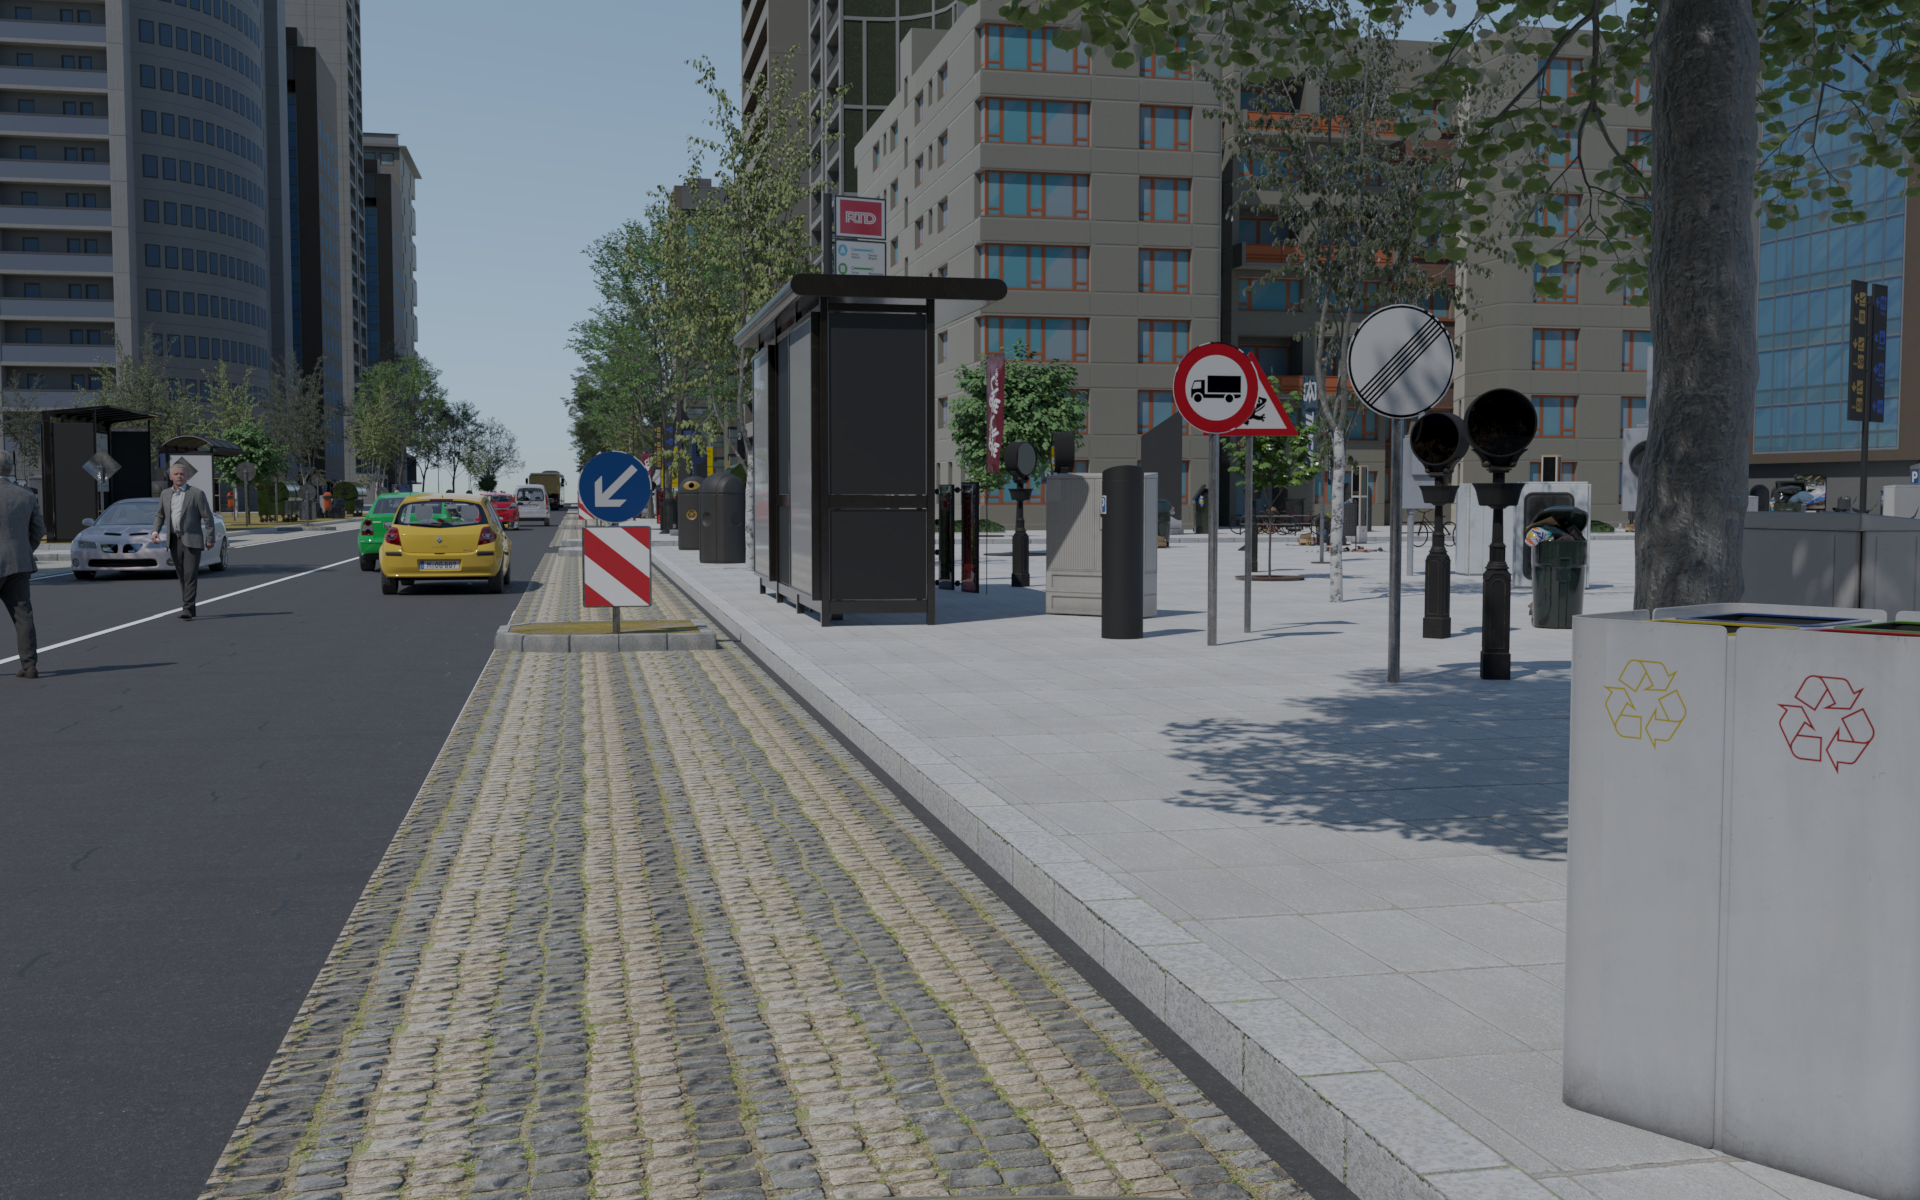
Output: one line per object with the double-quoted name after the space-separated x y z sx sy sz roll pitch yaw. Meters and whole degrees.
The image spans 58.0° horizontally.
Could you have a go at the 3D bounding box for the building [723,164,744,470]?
-13.143 -23.448 155.080 14.160 30.474 14.107 -1 4 -12 "building"

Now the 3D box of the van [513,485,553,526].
-19.312 -4.336 77.903 2.013 2.044 4.112 -1 4 -14 "van"

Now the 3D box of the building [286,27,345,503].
-68.925 -31.784 169.779 14.600 45.320 14.200 -1 4 -12 "building"

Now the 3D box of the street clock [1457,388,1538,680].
3.720 -0.453 11.980 0.471 2.002 0.358 1 4 11 "street clock"

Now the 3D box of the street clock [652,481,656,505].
-17.176 -5.630 96.622 0.471 2.002 0.358 0 4 -3 "street clock"

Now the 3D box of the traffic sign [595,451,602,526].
-8.432 -2.262 40.632 0.795 2.450 0.064 -1 4 -12 "traffic sign"

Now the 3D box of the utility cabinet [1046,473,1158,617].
1.472 -0.579 18.140 1.173 1.500 0.318 2 4 34 "utility cabinet"

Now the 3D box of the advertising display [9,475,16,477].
-32.500 -3.284 58.903 0.123 1.923 0.974 1 4 18 "advertising display"

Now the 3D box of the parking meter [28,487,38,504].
-34.403 -3.416 64.265 0.372 1.533 0.369 0 3 0 "parking meter"

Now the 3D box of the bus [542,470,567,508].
-42.696 -11.556 180.494 2.896 3.916 12.252 -1 4 -10 "bus"

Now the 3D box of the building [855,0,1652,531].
11.835 -14.154 76.458 28.899 21.520 27.650 -1 4 -12 "building"

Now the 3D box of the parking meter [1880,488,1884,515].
37.186 -3.742 69.587 0.372 1.533 0.369 0 3 0 "parking meter"

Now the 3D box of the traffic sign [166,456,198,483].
-20.701 -2.599 46.128 0.795 2.450 0.064 -1 4 -12 "traffic sign"

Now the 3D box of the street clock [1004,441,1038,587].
0.838 -1.183 23.909 0.358 2.002 0.471 3 5 41 "street clock"

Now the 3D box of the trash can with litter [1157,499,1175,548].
4.823 -1.826 41.248 0.624 1.170 1.055 0 4 5 "trash can with litter"

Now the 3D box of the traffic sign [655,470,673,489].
-17.915 -6.734 103.968 2.265 3.308 0.079 -1 4 -9 "traffic sign"

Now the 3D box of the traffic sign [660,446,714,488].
-11.602 -4.881 73.674 2.265 3.308 0.079 -1 4 -11 "traffic sign"

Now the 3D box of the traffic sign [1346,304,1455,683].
2.953 -0.710 11.716 0.768 2.556 0.104 -1 4 -9 "traffic sign"

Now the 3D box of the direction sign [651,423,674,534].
-9.509 -3.893 55.655 0.876 3.537 0.379 2 4 35 "direction sign"

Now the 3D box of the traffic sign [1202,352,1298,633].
2.659 -0.975 15.951 0.884 2.594 0.081 0 4 -4 "traffic sign"

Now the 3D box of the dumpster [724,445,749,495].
-4.215 -2.024 35.585 1.502 2.255 1.985 -1 4 -12 "dumpster"

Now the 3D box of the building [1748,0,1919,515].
45.038 -26.144 77.569 14.200 45.320 14.600 -1 4 -12 "building"

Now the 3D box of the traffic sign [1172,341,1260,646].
2.134 -0.885 14.583 0.768 2.556 0.104 -1 4 -12 "traffic sign"

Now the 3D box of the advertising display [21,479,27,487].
-41.243 -4.304 75.588 0.974 1.923 0.123 -3 5 -40 "advertising display"

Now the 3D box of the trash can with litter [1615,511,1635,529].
24.642 -3.218 63.678 1.678 1.210 2.233 1 4 13 "trash can with litter"

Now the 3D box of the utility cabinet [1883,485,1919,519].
22.934 -2.049 42.186 1.173 1.500 0.318 -2 4 -32 "utility cabinet"

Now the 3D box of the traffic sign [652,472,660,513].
-17.723 -6.170 100.986 0.768 2.556 0.104 -1 4 -11 "traffic sign"

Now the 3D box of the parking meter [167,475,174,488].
-24.486 -2.956 54.041 0.399 1.863 0.255 -2 4 -29 "parking meter"

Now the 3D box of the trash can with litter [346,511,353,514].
-38.704 -5.978 109.133 1.055 1.170 0.624 -1 4 -16 "trash can with litter"

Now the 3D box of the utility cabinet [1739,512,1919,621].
3.034 0.294 6.361 0.306 1.237 1.020 -1 4 -15 "utility cabinet"

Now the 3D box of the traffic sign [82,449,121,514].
-18.978 -2.122 38.331 0.795 2.450 0.064 -1 4 -12 "traffic sign"

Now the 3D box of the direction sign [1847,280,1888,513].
9.744 -1.630 18.653 0.876 3.537 0.379 -3 5 -41 "direction sign"

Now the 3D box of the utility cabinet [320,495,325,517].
-34.414 -5.036 93.502 0.306 1.237 1.020 -1 4 -21 "utility cabinet"

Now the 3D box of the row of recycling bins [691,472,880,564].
-3.170 -1.568 32.744 3.534 1.692 1.069 -2 4 -26 "row of recycling bins"

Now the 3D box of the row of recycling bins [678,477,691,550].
-4.948 -1.957 39.111 3.534 1.692 1.069 2 4 33 "row of recycling bins"

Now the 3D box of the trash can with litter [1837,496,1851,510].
35.259 -3.602 69.945 2.233 1.210 1.678 0 4 -2 "trash can with litter"

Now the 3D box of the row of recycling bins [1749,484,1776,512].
46.149 -5.567 98.127 1.069 1.692 3.534 -1 4 -13 "row of recycling bins"

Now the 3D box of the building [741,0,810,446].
-5.653 -31.448 137.869 21.300 48.544 21.600 -1 4 -12 "building"

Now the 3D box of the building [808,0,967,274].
-0.617 -41.288 113.315 20.563 71.187 20.611 -1 4 -12 "building"

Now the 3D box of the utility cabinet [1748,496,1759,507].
26.817 -2.926 59.004 1.020 1.237 0.306 -3 5 -40 "utility cabinet"

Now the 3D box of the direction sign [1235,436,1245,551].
6.478 -2.881 39.098 0.379 3.537 0.876 3 5 44 "direction sign"

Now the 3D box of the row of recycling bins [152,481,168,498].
-26.001 -3.000 56.160 1.069 1.692 3.534 -2 4 -30 "row of recycling bins"

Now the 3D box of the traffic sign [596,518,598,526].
-10.156 -2.739 48.429 0.795 2.450 0.064 -1 4 -12 "traffic sign"

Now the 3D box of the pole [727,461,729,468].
-14.190 -6.864 106.077 0.158 3.312 0.155 0 3 0 "pole"

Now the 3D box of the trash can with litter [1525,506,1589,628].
5.720 -0.333 16.833 0.624 1.170 1.055 0 4 8 "trash can with litter"

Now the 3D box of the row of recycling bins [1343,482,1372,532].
13.594 -3.247 60.197 1.069 1.692 3.534 0 4 4 "row of recycling bins"

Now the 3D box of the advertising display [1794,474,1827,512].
27.724 -3.137 56.506 0.974 1.923 0.123 1 4 10 "advertising display"

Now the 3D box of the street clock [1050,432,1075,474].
1.204 -0.968 20.402 0.358 2.002 0.471 0 4 -5 "street clock"

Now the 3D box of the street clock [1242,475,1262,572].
4.795 -1.456 28.369 0.471 2.002 0.358 1 4 10 "street clock"

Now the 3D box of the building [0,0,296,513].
-62.729 -35.795 127.243 21.231 58.520 28.212 -1 4 -12 "building"

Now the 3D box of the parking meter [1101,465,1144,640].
1.447 -0.428 15.403 0.372 1.533 0.369 0 3 0 "parking meter"

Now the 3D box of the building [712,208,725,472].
-16.164 -24.290 168.834 14.160 30.474 14.107 -1 4 -12 "building"

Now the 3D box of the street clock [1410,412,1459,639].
4.249 -0.661 15.376 0.471 2.002 0.358 3 5 40 "street clock"

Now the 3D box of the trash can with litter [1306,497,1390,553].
8.896 -1.669 38.349 2.233 1.210 1.678 1 4 23 "trash can with litter"
